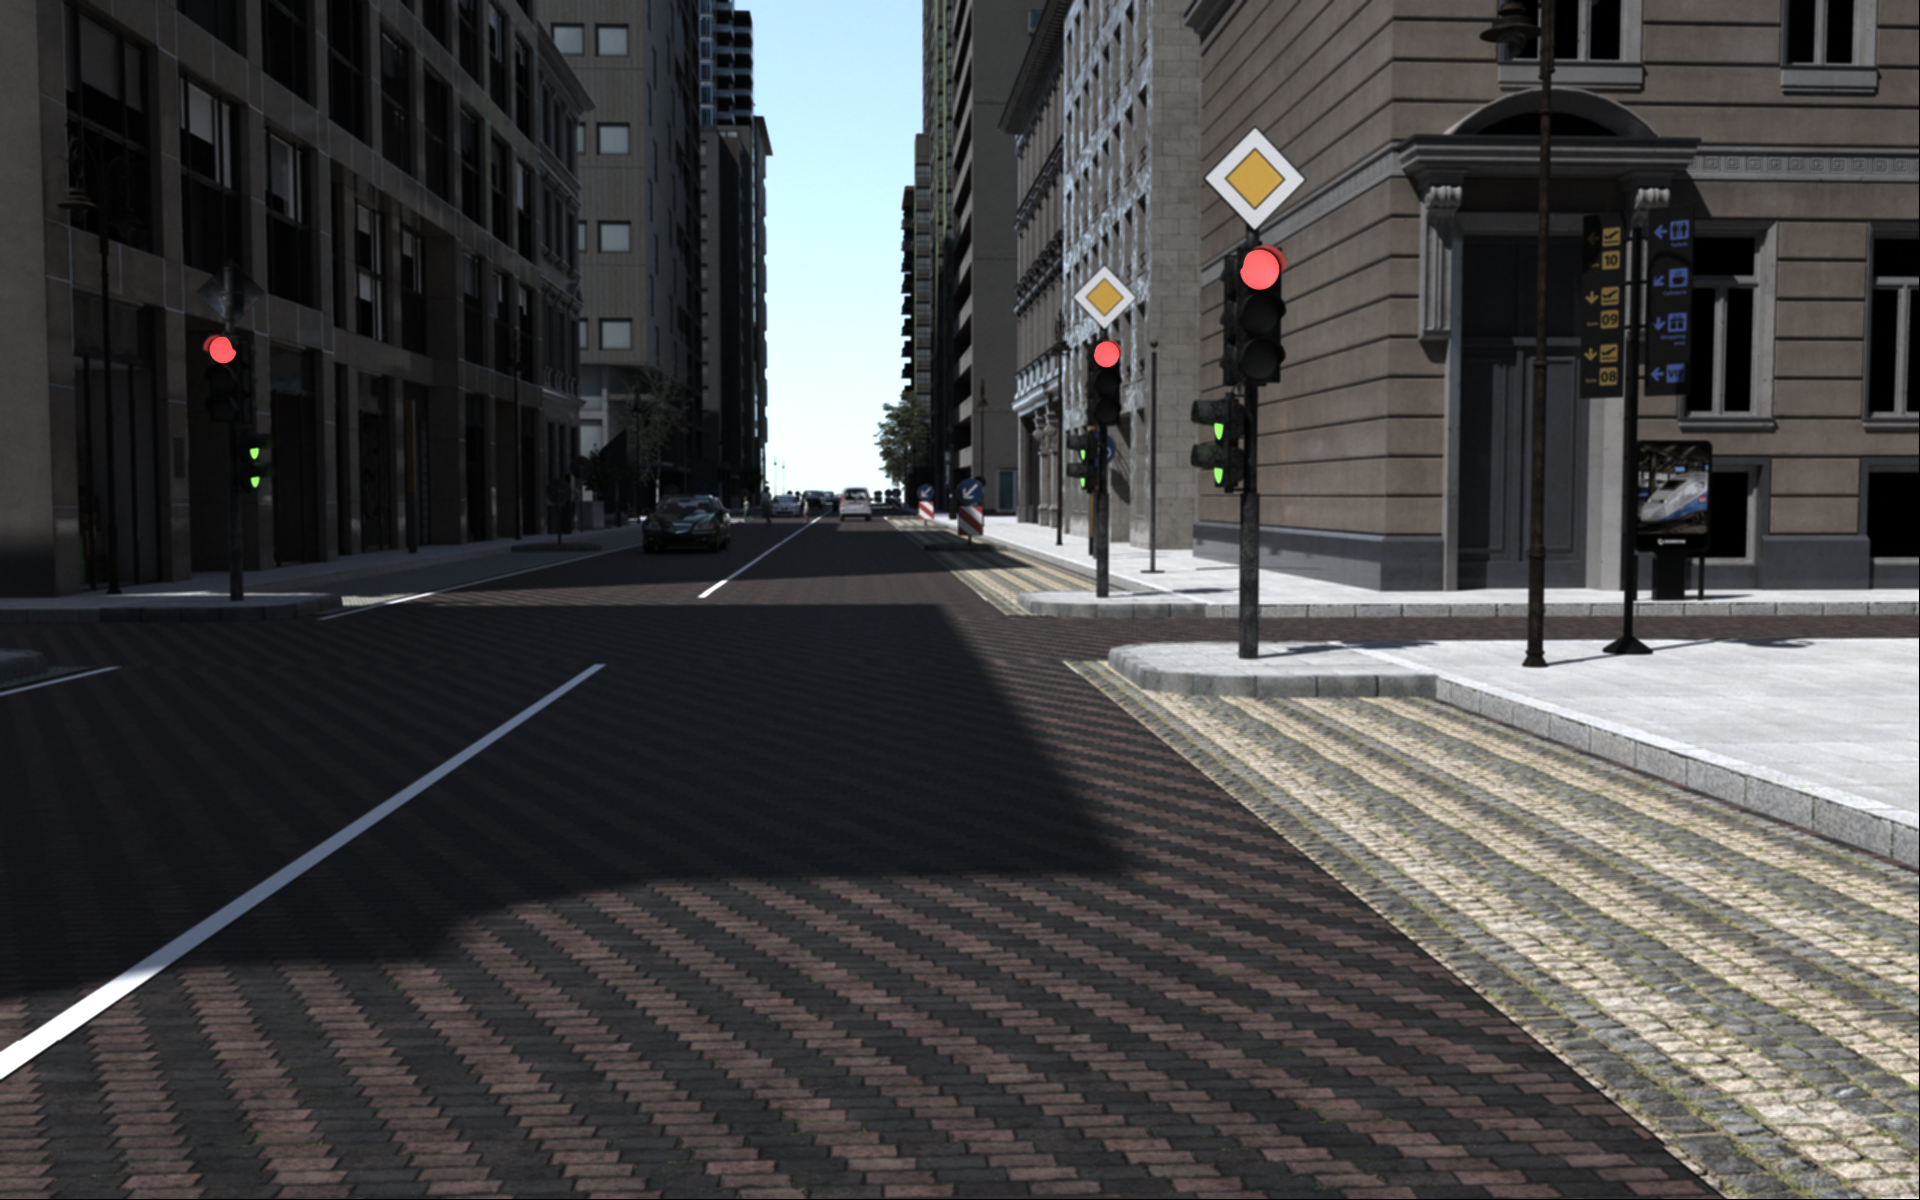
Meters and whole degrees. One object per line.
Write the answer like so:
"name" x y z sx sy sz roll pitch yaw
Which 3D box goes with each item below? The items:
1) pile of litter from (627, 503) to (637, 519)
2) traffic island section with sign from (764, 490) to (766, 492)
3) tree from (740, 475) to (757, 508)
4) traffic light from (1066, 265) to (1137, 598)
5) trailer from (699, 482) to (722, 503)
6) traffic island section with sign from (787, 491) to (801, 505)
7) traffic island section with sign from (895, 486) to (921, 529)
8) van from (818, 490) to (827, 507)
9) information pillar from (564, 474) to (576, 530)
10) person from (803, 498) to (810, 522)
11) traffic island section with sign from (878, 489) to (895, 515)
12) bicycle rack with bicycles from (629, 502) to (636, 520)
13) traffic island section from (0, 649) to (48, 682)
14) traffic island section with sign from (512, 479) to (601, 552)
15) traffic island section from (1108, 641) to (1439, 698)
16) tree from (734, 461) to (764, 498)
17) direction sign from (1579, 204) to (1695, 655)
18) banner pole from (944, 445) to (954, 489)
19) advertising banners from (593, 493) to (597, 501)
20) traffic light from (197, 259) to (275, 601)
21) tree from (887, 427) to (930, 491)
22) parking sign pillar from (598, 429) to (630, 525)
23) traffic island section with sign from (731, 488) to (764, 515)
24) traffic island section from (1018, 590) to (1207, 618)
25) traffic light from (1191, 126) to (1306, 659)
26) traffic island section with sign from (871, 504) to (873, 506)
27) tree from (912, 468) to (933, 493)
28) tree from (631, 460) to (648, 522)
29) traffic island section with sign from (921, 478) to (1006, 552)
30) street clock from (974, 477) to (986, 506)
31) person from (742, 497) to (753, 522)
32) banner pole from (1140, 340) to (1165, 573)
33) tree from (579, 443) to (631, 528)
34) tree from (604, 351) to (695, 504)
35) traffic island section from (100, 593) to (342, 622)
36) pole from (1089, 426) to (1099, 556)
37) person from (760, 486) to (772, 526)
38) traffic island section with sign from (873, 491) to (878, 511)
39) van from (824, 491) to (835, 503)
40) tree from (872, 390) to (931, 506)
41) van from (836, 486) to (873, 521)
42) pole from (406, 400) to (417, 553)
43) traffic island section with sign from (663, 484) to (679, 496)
"pile of litter" -17.453 -4.637 89.774 1.719 0.858 1.176 -2 4 -25
"traffic island section with sign" -16.361 -8.425 146.371 1.989 1.847 2.006 0 4 -3
"tree" -19.225 -10.116 159.999 1.663 3.219 1.824 0 3 0
"traffic light" 1.750 -1.986 21.387 0.839 4.253 0.868 0 4 -3
"trailer" -12.025 -4.664 83.304 1.471 1.999 3.904 0 4 -4
"traffic island section with sign" -19.697 -11.775 201.149 1.989 1.847 2.006 0 4 -3
"traffic island section with sign" -1.529 -3.799 70.736 1.989 1.847 2.006 0 4 -3
"van" -15.792 -11.339 192.407 2.013 2.044 4.112 0 4 -4
"information pillar" -14.031 -3.532 62.247 0.304 2.012 0.304 1 4 16
"person" -7.710 -4.522 87.442 0.382 1.210 0.505 -1 4 -22
"traffic island section with sign" -4.526 -6.815 120.058 1.989 1.847 2.006 0 4 -3
"bicycle rack with bicycles" -16.862 -4.310 83.850 2.852 0.926 2.925 -1 4 -18
"traffic island section" -8.247 0.574 12.900 2.009 0.180 2.903 0 4 -3
"traffic island section with sign" -10.109 -2.139 43.604 1.989 1.847 2.006 0 4 -3
"traffic island section" 2.275 0.535 13.533 2.009 0.180 2.903 0 4 -3
"tree" -21.060 -11.525 172.153 4.285 4.588 4.351 0 3 0
"direction sign" 5.399 -1.340 13.901 0.876 3.537 0.379 3 5 43
"banner pole" -0.534 -6.012 88.305 0.401 3.779 0.863 3 5 39
"advertising banners" -19.442 -5.858 91.968 0.090 3.025 2.074 0 4 -4
"traffic light" -8.691 -1.946 20.739 0.839 4.253 0.868 0 4 -3
"tree" -5.247 -14.164 181.937 4.360 8.622 3.978 0 3 0
"parking sign pillar" -14.380 -5.082 71.559 1.447 3.967 1.447 3 4 37
"traffic island section with sign" -14.704 -6.752 119.029 1.989 1.847 2.006 0 4 -3
"traffic island section" 1.791 0.048 21.503 2.009 0.180 2.903 0 4 -3
"traffic light" 2.235 -1.498 13.416 0.839 4.253 0.868 0 4 -3
"traffic island section with sign" -9.587 -11.910 203.349 1.989 1.847 2.006 0 4 -3
"tree" -2.487 -8.133 127.569 1.663 3.219 1.824 0 3 0
"tree" -15.391 -5.279 80.917 1.663 3.219 1.824 0 3 0
"traffic island section with sign" 0.101 -2.153 43.830 1.989 1.847 2.006 0 4 -3
"street clock" 0.800 -4.098 71.566 0.471 2.002 0.358 2 4 26
"person" -10.744 -4.575 87.548 0.590 1.304 0.306 1 4 14
"banner pole" 3.165 -2.351 28.451 0.401 3.779 0.863 0 4 3
"tree" -13.790 -4.329 65.389 1.663 3.219 1.824 0 3 0
"tree" -15.600 -8.413 87.916 4.360 8.622 3.978 0 3 0
"traffic island section" -8.731 0.086 20.871 2.009 0.180 2.903 0 4 -3
"pole" 2.802 -2.584 36.093 0.158 3.312 0.155 0 3 0
"person" -8.651 -4.224 77.794 0.478 1.798 0.641 2 4 32
"traffic island section with sign" -6.215 -8.510 147.767 1.989 1.847 2.006 0 4 -3
"van" -17.472 -13.678 230.651 2.013 2.044 4.112 0 4 -4
"tree" -5.756 -16.546 188.652 7.486 12.596 7.792 0 3 0
"van" -5.615 -5.237 92.641 2.013 2.044 4.112 0 4 -5
"pole" -11.905 -2.676 37.591 0.158 3.312 0.155 0 3 0
"traffic island section with sign" -11.764 -3.793 70.639 1.989 1.847 2.006 0 4 -3
